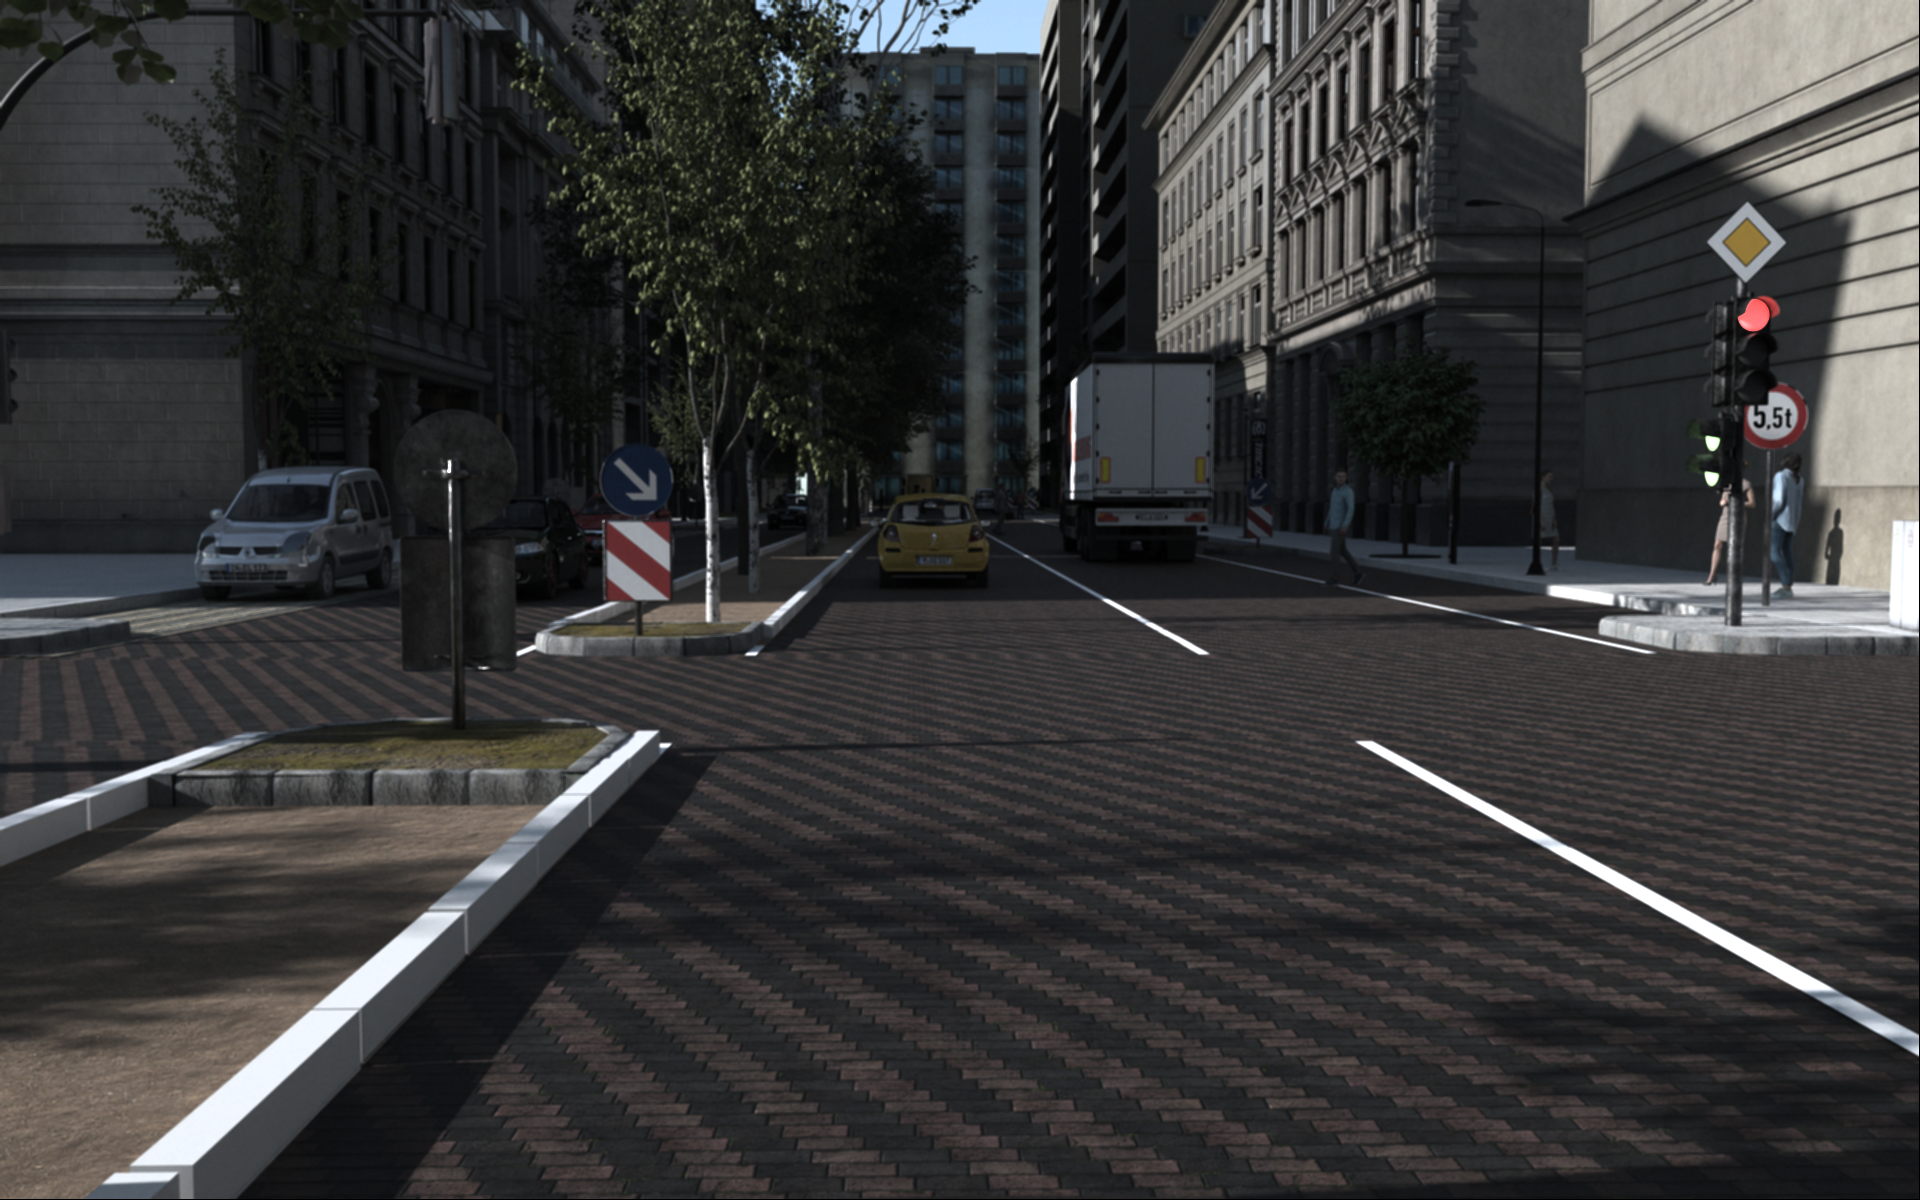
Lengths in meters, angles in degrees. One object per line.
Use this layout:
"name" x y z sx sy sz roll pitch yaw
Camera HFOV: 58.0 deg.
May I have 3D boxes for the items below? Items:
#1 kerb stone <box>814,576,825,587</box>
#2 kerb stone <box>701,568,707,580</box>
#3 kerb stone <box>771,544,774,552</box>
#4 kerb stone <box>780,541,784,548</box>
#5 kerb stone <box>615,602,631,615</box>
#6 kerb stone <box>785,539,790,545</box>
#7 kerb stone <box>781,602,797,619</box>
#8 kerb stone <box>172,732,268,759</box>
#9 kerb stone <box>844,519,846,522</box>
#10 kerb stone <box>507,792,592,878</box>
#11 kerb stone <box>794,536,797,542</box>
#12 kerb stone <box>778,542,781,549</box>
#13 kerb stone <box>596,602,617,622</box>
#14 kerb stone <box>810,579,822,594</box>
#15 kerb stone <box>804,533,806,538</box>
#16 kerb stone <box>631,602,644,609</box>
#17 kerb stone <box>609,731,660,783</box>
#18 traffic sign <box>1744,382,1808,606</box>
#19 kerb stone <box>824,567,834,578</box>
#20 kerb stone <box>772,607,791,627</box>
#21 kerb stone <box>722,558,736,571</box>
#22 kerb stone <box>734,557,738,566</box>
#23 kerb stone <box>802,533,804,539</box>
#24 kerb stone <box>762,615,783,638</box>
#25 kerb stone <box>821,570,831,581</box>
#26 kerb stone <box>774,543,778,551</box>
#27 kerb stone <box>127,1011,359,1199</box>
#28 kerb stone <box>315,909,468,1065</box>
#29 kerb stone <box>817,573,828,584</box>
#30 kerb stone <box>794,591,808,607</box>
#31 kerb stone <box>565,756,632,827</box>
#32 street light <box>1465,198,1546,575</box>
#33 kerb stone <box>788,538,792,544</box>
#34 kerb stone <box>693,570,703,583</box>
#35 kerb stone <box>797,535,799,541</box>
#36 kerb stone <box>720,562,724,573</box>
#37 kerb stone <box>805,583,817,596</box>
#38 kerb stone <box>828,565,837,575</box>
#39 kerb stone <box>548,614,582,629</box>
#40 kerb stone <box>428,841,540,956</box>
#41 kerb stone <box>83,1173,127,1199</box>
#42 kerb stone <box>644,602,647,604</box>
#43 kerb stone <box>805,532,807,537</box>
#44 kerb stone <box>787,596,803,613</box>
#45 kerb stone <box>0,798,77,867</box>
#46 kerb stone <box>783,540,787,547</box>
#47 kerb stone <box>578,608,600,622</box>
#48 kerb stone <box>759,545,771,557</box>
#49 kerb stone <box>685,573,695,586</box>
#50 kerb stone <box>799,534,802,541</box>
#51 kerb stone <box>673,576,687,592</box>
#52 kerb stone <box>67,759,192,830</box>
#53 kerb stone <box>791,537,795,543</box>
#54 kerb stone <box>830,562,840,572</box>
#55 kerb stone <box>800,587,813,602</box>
"kerb stone" -2.141 -0.220 25.855 0.120 0.150 1.000 0 4 -2
"kerb stone" -4.330 -0.410 28.894 0.120 0.150 1.000 0 4 -2
"kerb stone" -4.689 -1.226 42.243 0.120 0.150 1.000 0 4 -2
"kerb stone" -4.770 -1.412 45.316 0.120 0.150 1.000 0 4 -2
"kerb stone" -4.100 0.092 20.687 0.120 0.150 1.000 0 4 -2
"kerb stone" -4.828 -1.535 47.363 0.120 0.150 1.000 0 4 -2
"kerb stone" -1.979 0.156 19.700 0.120 0.150 1.000 0 4 -2
"kerb stone" -3.781 0.819 8.848 0.120 0.150 1.000 0 4 -2
"kerb stone" -5.996 -4.164 90.361 0.120 0.150 1.000 0 4 -2
"kerb stone" -1.629 0.936 6.887 0.120 0.150 1.000 0 4 -2
"kerb stone" -4.906 -1.727 50.429 0.120 0.150 1.000 0 4 -2
"kerb stone" -4.738 -1.351 44.290 0.120 0.150 1.000 0 4 -2
"kerb stone" -4.073 0.162 19.653 0.120 0.150 1.000 0 4 -2
"kerb stone" -2.109 -0.160 24.828 0.120 0.150 1.000 0 4 -2
"kerb stone" -5.014 -1.975 54.517 0.120 0.150 1.000 0 4 -2
"kerb stone" -4.130 0.035 21.717 0.120 0.150 1.000 0 4 -2
"kerb stone" -1.682 0.817 8.936 0.120 0.150 1.000 0 4 -2
"traffic sign" 9.244 -1.204 19.792 0.768 2.556 0.104 0 4 8
"kerb stone" -2.230 -0.407 28.930 0.120 0.150 1.000 0 4 -2
"kerb stone" -1.950 0.216 18.678 0.120 0.150 1.000 0 4 -2
"kerb stone" -4.435 -0.660 32.986 0.120 0.150 1.000 0 4 -2
"kerb stone" -4.466 -0.723 34.016 0.120 0.150 1.000 0 4 -2
"kerb stone" -4.988 -1.913 53.495 0.120 0.150 1.000 0 4 -2
"kerb stone" -1.926 0.284 17.657 0.120 0.150 1.000 0 4 -2
"kerb stone" -2.196 -0.349 27.904 0.120 0.150 1.000 0 4 -2
"kerb stone" -4.718 -1.286 43.265 0.120 0.150 1.000 0 4 -2
"kerb stone" -1.540 1.124 3.812 0.120 0.150 1.000 0 4 -2
"kerb stone" -1.571 1.065 4.833 0.120 0.150 1.000 0 4 -2
"kerb stone" -2.177 -0.285 26.879 0.120 0.150 1.000 0 4 -2
"kerb stone" -2.032 0.028 21.744 0.120 0.150 1.000 0 4 -2
"kerb stone" -1.655 0.874 7.914 0.120 0.150 1.000 0 4 -2
"street light" 8.621 -3.353 27.366 1.470 5.913 1.316 0 4 -2
"kerb stone" -4.848 -1.602 48.385 0.120 0.150 1.000 0 4 -2
"kerb stone" -4.299 -0.346 27.870 0.120 0.150 1.000 0 4 -2
"kerb stone" -4.937 -1.789 51.451 0.120 0.150 1.000 0 4 -2
"kerb stone" -4.381 -0.532 30.942 0.120 0.150 1.000 0 4 -2
"kerb stone" -2.090 -0.098 23.793 0.120 0.150 1.000 0 4 -2
"kerb stone" -2.260 -0.474 29.952 0.120 0.150 1.000 0 4 -2
"kerb stone" -4.022 0.281 17.606 0.120 0.150 1.000 0 4 -2
"kerb stone" -1.598 0.999 5.859 0.120 0.150 1.000 0 4 -2
"kerb stone" -1.524 1.188 2.780 0.120 0.150 1.000 0 4 -2
"kerb stone" -4.161 -0.034 22.744 0.120 0.150 1.000 0 4 -2
"kerb stone" -5.045 -2.039 55.538 0.120 0.150 1.000 0 4 -2
"kerb stone" -2.004 0.090 20.722 0.120 0.150 1.000 0 4 -2
"kerb stone" -3.729 0.941 6.805 0.120 0.150 1.000 0 4 -2
"kerb stone" -4.792 -1.468 46.338 0.120 0.150 1.000 0 4 -2
"kerb stone" -4.048 0.220 18.631 0.120 0.150 1.000 0 4 -2
"kerb stone" -4.662 -1.163 41.213 0.120 0.150 1.000 0 4 -2
"kerb stone" -4.265 -0.280 26.846 0.120 0.150 1.000 0 4 -2
"kerb stone" -4.963 -1.846 52.473 0.120 0.150 1.000 0 4 -2
"kerb stone" -4.237 -0.214 25.824 0.120 0.150 1.000 0 4 -2
"kerb stone" -3.753 0.879 7.826 0.120 0.150 1.000 0 4 -2
"kerb stone" -4.883 -1.664 49.407 0.120 0.150 1.000 0 4 -2
"kerb stone" -2.280 -0.538 30.985 0.120 0.150 1.000 0 4 -2
"kerb stone" -2.060 -0.035 22.766 0.120 0.150 1.000 0 4 -2
